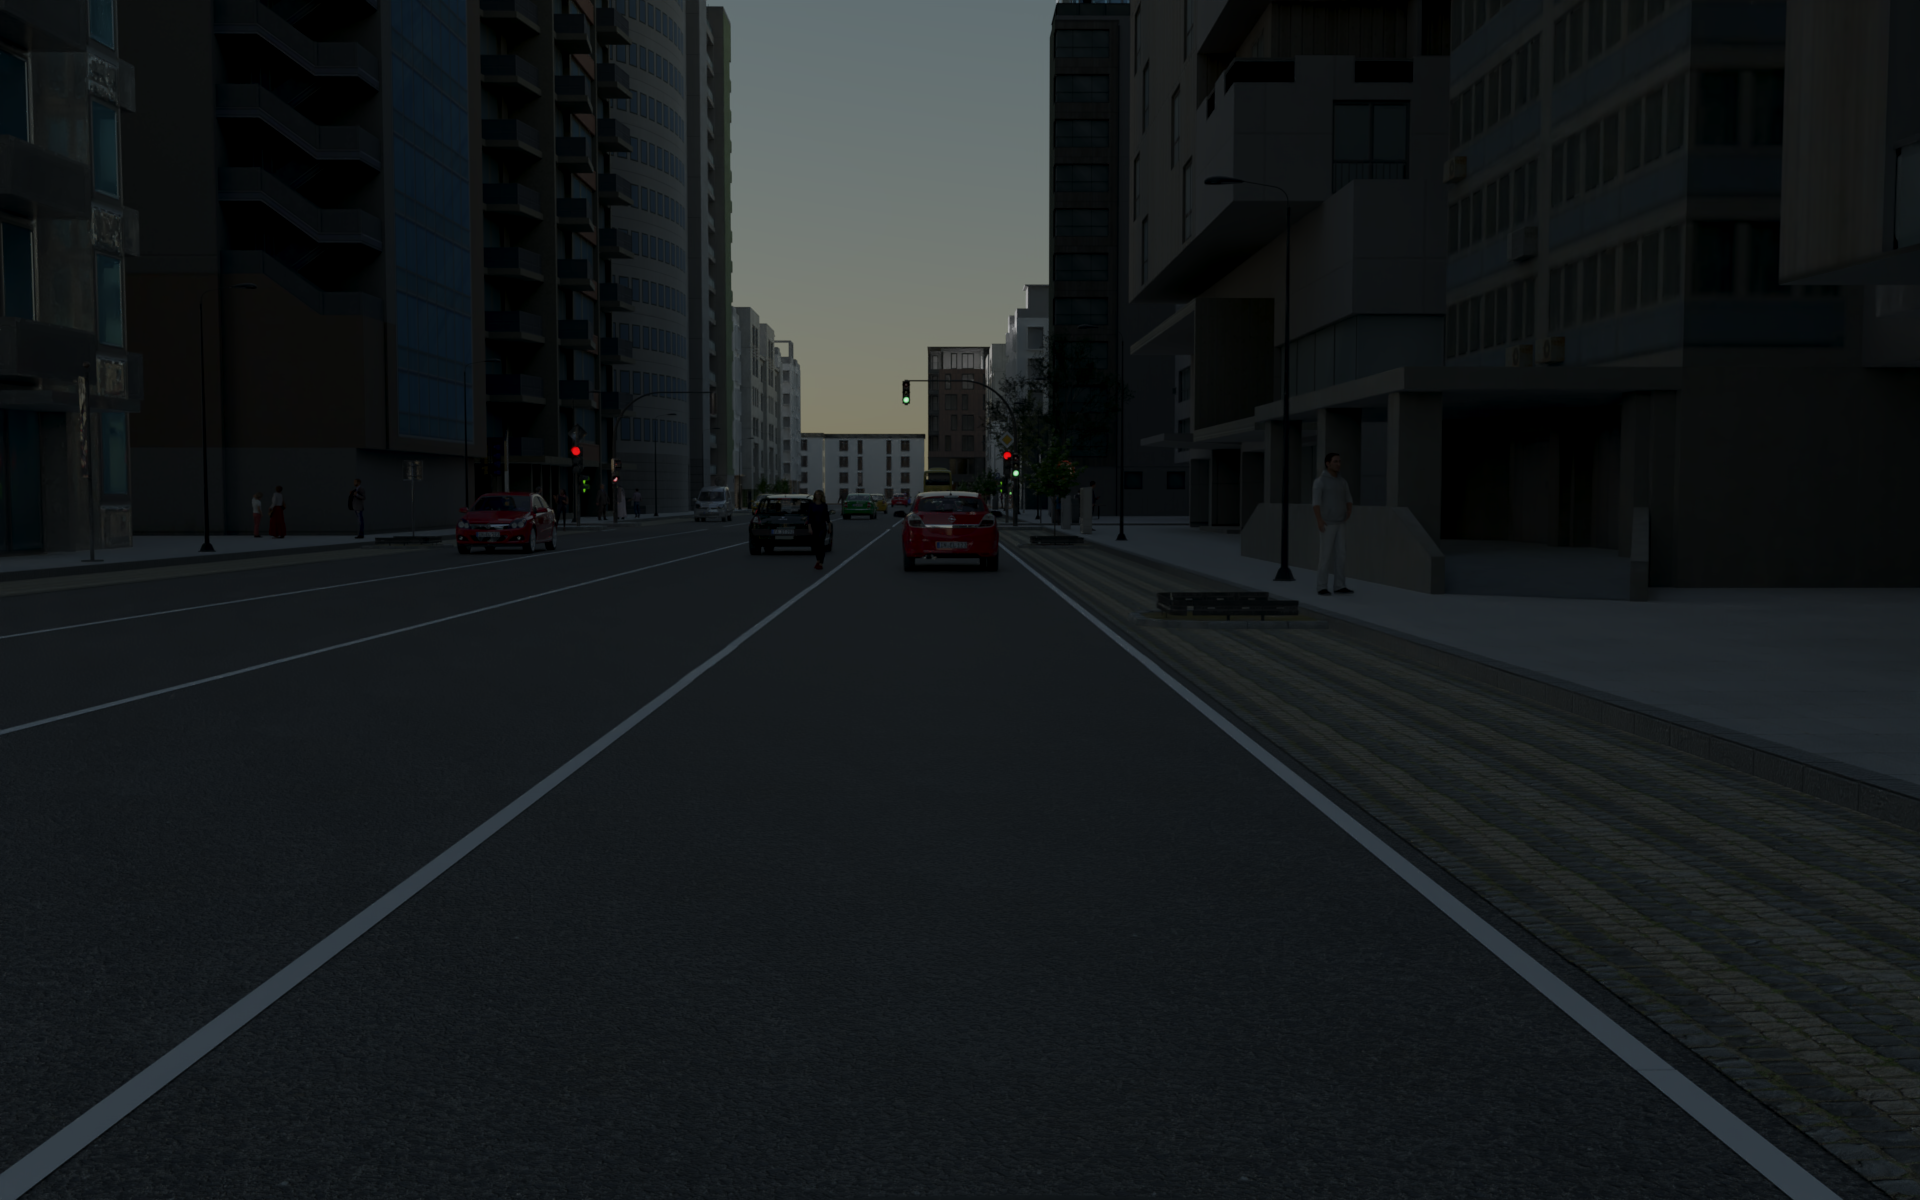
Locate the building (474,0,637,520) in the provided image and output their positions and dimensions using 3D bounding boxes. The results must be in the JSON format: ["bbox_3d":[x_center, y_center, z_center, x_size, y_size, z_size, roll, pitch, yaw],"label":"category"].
[{"bbox_3d":[-29.588,-26.697,91.124,22.147,44.769,28.867,0,4,-1],"label":"building"}]

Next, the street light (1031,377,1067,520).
[{"bbox_3d":[3.675,-5.901,69.027,1.470,5.913,1.316,0,4,-1],"label":"street light"}]

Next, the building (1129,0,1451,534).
[{"bbox_3d":[20.110,-28.385,53.342,28.713,52.752,27.495,0,4,-1],"label":"building"}]

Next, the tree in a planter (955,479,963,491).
[{"bbox_3d":[0.357,-12.814,206.722,1.991,3.239,1.994,0,4,-1],"label":"tree in a planter"}]

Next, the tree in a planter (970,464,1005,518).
[{"bbox_3d":[1.779,-6.398,101.826,1.991,3.239,1.994,0,4,-1],"label":"tree in a planter"}]

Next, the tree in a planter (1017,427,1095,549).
[{"bbox_3d":[2.534,-2.989,46.089,1.991,3.239,1.994,0,4,-1],"label":"tree in a planter"}]

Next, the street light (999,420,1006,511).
[{"bbox_3d":[3.137,-8.333,108.793,1.470,5.913,1.316,0,4,-1],"label":"street light"}]

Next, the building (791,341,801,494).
[{"bbox_3d":[-26.103,-22.173,218.940,11.380,20.091,16.016,0,4,-1],"label":"building"}]

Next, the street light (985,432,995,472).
[{"bbox_3d":[2.855,-9.641,130.178,1.470,5.913,1.316,0,4,-1],"label":"street light"}]

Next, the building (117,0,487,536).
[{"bbox_3d":[-25.364,-25.009,59.009,14.200,45.320,14.600,0,4,-1],"label":"building"}]

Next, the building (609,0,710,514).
[{"bbox_3d":[-29.750,-35.302,119.191,21.231,58.520,28.212,0,4,-1],"label":"building"}]

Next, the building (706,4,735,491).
[{"bbox_3d":[-26.324,-27.968,140.876,14.154,41.232,14.086,0,4,-1],"label":"building"}]

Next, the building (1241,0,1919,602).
[{"bbox_3d":[22.031,-20.561,28.052,32.217,40.220,23.993,0,4,-1],"label":"building"}]

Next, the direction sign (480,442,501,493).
[{"bbox_3d":[-20.572,-5.136,75.972,0.876,3.537,0.379,0,4,-3],"label":"direction sign"}]

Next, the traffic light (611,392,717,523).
[{"bbox_3d":[-13.176,-6.248,76.818,4.771,5.953,1.251,0,4,-1],"label":"traffic light"}]

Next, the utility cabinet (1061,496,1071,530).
[{"bbox_3d":[3.853,-3.181,63.164,0.306,1.237,1.020,0,4,-1],"label":"utility cabinet"}]

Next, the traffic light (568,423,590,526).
[{"bbox_3d":[-15.158,-4.884,68.771,0.839,4.253,0.868,0,4,-1],"label":"traffic light"}]

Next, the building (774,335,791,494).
[{"bbox_3d":[-28.491,-21.056,200.690,16.016,20.091,11.380,0,4,-1],"label":"building"}]

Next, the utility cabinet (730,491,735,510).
[{"bbox_3d":[-17.679,-7.631,133.438,0.318,1.500,1.173,1,4,12],"label":"utility cabinet"}]

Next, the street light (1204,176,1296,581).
[{"bbox_3d":[4.261,-3.236,25.457,1.470,5.913,1.316,0,4,-1],"label":"street light"}]

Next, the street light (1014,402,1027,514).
[{"bbox_3d":[3.399,-7.020,87.324,1.470,5.913,1.316,0,4,-1],"label":"street light"}]

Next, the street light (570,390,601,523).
[{"bbox_3d":[-16.774,-6.430,77.666,1.470,5.913,1.316,0,4,-1],"label":"street light"}]

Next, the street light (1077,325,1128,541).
[{"bbox_3d":[3.919,-4.593,47.642,1.470,5.913,1.316,0,4,-1],"label":"street light"}]

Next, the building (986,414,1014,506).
[{"bbox_3d":[7.728,-14.700,182.490,9.099,9.664,28.070,0,4,-1],"label":"building"}]

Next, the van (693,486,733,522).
[{"bbox_3d":[-12.879,-5.106,90.490,2.013,2.044,4.112,0,4,-1],"label":"van"}]

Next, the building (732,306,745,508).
[{"bbox_3d":[-27.964,-18.423,157.643,16.016,20.091,11.380,0,4,-1],"label":"building"}]

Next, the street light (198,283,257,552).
[{"bbox_3d":[-16.183,-4.022,38.299,1.470,5.913,1.316,0,4,-1],"label":"street light"}]

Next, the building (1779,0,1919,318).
[{"bbox_3d":[12.551,-19.831,7.834,14.154,41.232,14.086,0,4,-1],"label":"building"}]

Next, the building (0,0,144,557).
[{"bbox_3d":[-29.318,-24.933,27.266,23.786,49.044,30.456,0,4,-1],"label":"building"}]

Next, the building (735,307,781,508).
[{"bbox_3d":[-28.339,-19.136,179.335,16.747,18.905,31.486,0,4,-1],"label":"building"}]

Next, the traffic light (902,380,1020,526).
[{"bbox_3d":[0.091,-5.760,68.850,4.771,5.953,1.251,0,4,-1],"label":"traffic light"}]

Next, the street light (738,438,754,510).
[{"bbox_3d":[-17.586,-10.390,142.410,1.470,5.913,1.316,0,4,-1],"label":"street light"}]

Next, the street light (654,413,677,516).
[{"bbox_3d":[-16.970,-7.774,99.642,1.470,5.913,1.316,0,4,-1],"label":"street light"}]

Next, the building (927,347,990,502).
[{"bbox_3d":[11.671,-24.867,250.552,32.646,21.610,27.936,0,4,-1],"label":"building"}]

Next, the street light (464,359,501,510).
[{"bbox_3d":[-16.481,-5.330,59.684,1.470,5.913,1.316,0,4,-1],"label":"street light"}]

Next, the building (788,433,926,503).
[{"bbox_3d":[-18.857,-18.303,241.394,28.070,9.664,9.099,0,4,-1],"label":"building"}]

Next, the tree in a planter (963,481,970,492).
[{"bbox_3d":[1.409,-8.046,128.767,1.991,3.239,1.994,0,4,-1],"label":"tree in a planter"}]

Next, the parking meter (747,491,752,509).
[{"bbox_3d":[-17.769,-8.431,146.254,0.372,1.533,0.369,0,3,0],"label":"parking meter"}]

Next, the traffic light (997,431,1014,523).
[{"bbox_3d":[2.073,-5.387,77.004,0.839,4.253,0.868,0,4,-1],"label":"traffic light"}]

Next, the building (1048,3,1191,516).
[{"bbox_3d":[12.328,-20.460,106.218,14.160,30.474,14.107,0,4,-1],"label":"building"}]

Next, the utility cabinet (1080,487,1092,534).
[{"bbox_3d":[4.057,-2.888,55.895,0.318,1.500,1.173,0,4,-1],"label":"utility cabinet"}]

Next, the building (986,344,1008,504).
[{"bbox_3d":[11.979,-21.134,211.990,16.747,18.905,31.486,0,4,-1],"label":"building"}]

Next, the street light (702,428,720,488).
[{"bbox_3d":[-17.418,-9.082,121.024,1.470,5.913,1.316,0,4,-1],"label":"street light"}]

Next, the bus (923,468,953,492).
[{"bbox_3d":[-2.049,-10.395,161.501,2.896,3.916,12.252,0,4,0],"label":"bus"}]

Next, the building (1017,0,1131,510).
[{"bbox_3d":[16.277,-50.299,135.060,22.319,86.520,31.000,0,4,-1],"label":"building"}]

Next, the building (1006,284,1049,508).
[{"bbox_3d":[12.353,-18.689,161.987,16.016,20.091,11.380,0,4,-1],"label":"building"}]
